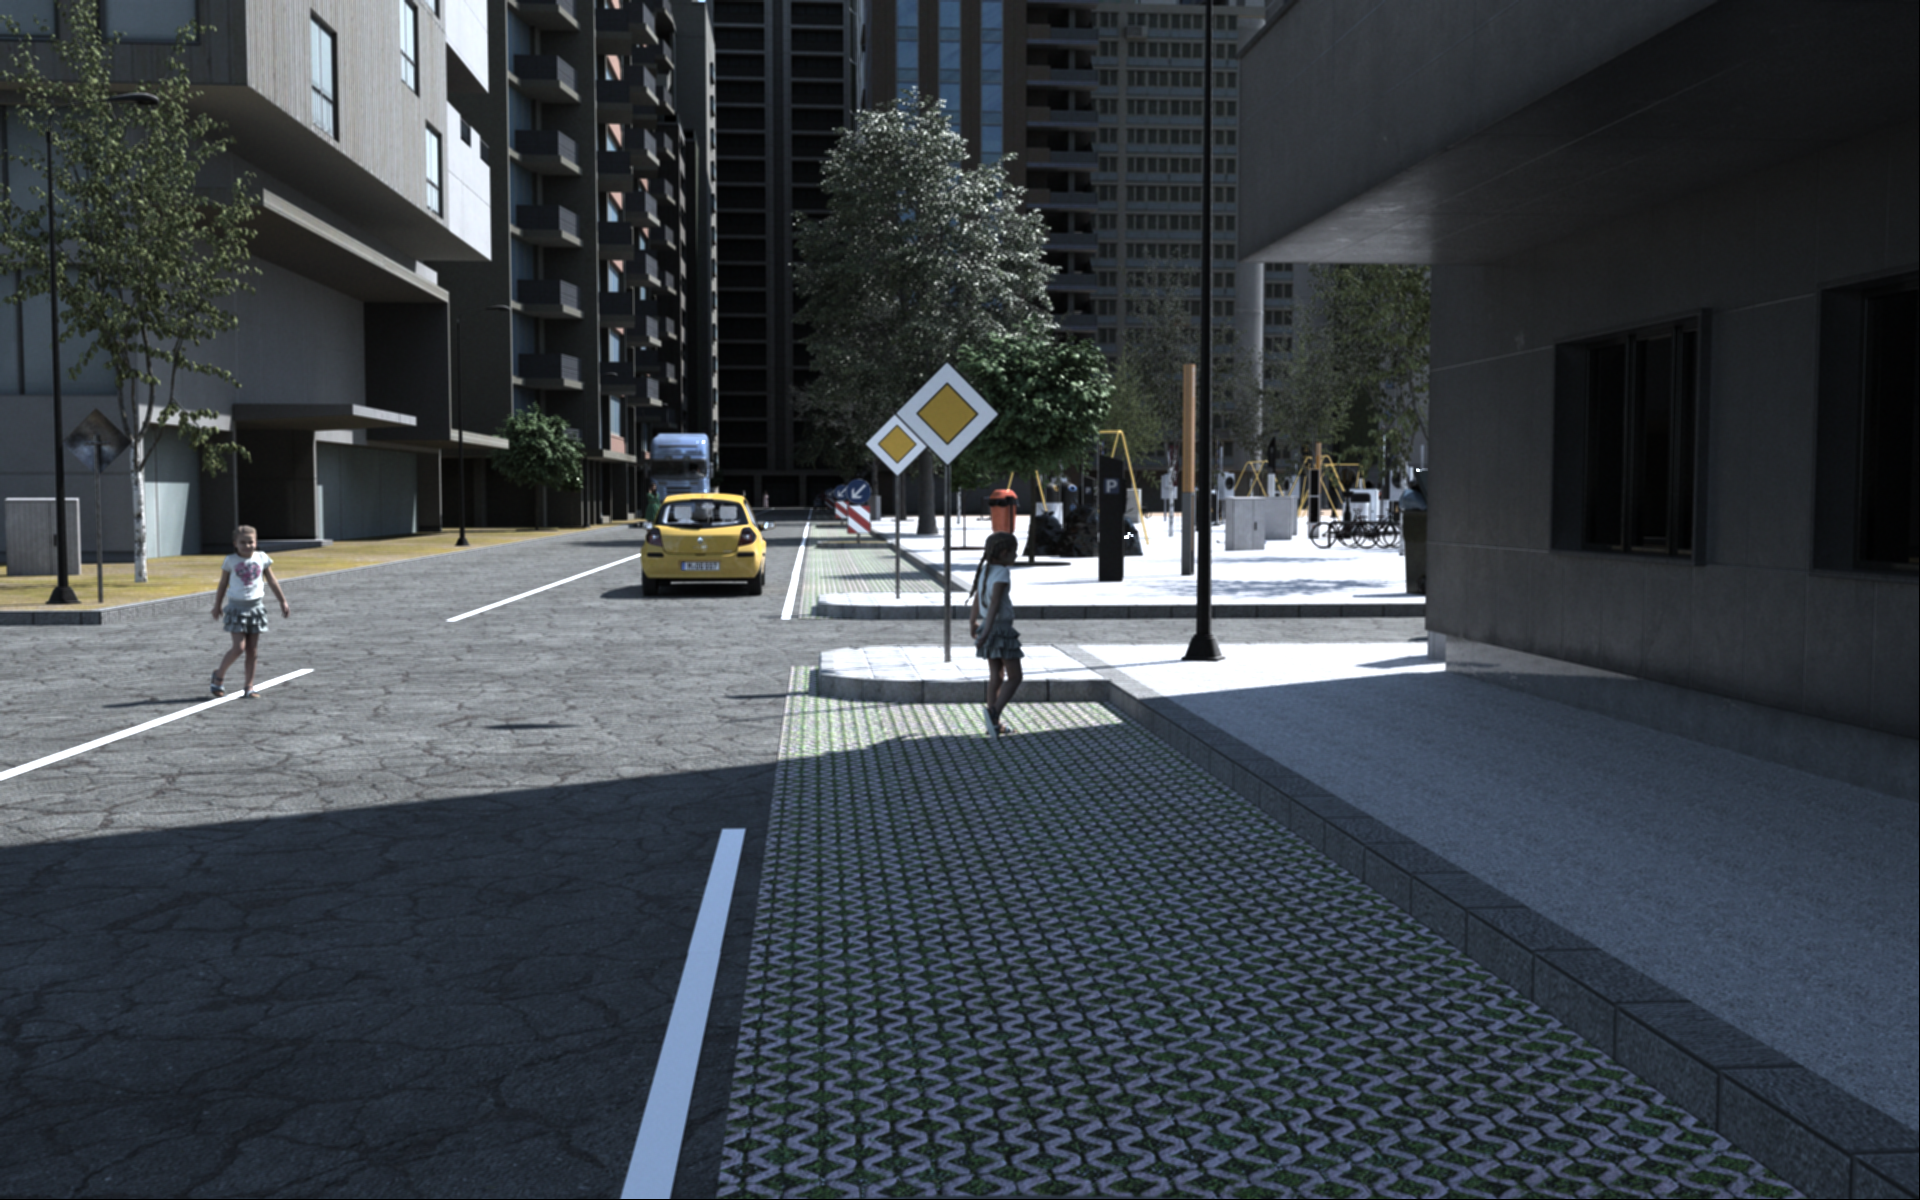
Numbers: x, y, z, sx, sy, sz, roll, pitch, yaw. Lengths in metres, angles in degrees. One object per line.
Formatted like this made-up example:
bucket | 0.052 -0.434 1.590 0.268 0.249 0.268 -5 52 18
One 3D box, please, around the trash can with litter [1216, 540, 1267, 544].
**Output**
trash can with litter | 7.187 -2.093 45.277 1.678 1.210 2.233 2 4 30

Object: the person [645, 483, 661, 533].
person | -10.073 -2.940 56.813 0.600 1.795 0.529 -3 5 -45

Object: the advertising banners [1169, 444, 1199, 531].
advertising banners | 7.953 -3.941 60.621 0.090 3.025 2.074 -2 4 -31

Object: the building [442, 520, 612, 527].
building | -25.525 -25.930 78.579 22.147 44.769 28.867 0 4 -5

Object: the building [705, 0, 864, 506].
building | -16.680 -45.888 188.527 20.611 71.187 20.563 0 4 -5

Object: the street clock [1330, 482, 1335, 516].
street clock | 21.100 -5.695 97.680 0.358 2.002 0.471 -1 4 -20

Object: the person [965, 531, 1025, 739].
person | 0.158 0.200 10.249 0.382 1.210 0.505 -2 4 -30

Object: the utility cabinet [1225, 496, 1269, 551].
utility cabinet | 6.496 -1.728 39.418 1.020 1.237 0.306 -3 4 -36

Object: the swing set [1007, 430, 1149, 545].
swing set | 2.687 -2.800 43.402 3.119 2.851 2.862 3 4 36

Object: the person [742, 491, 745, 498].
person | -20.908 -9.632 166.710 0.721 1.736 1.217 -1 4 -12

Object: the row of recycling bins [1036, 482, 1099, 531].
row of recycling bins | 4.006 -3.191 59.291 3.534 1.692 1.069 -2 4 -32

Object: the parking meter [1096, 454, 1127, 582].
parking meter | 2.248 -1.209 25.482 0.399 1.863 0.255 1 4 9

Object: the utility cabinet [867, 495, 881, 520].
utility cabinet | -4.196 -4.499 84.718 0.306 1.237 1.020 -2 4 -27

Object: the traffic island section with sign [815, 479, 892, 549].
traffic island section with sign | -2.817 -2.287 46.022 1.989 1.847 2.006 0 4 -5

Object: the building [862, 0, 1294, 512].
building | 8.671 -27.021 133.666 32.217 40.220 23.993 0 4 -5

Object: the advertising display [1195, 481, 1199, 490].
advertising display | 11.473 -4.875 84.914 0.123 1.923 0.974 3 5 42

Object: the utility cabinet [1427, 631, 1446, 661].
utility cabinet | 4.044 -0.156 13.714 0.306 1.237 1.020 3 5 39

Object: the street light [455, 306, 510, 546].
street light | -11.799 -4.298 42.808 1.470 5.913 1.316 0 4 -5

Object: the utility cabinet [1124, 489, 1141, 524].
utility cabinet | 7.197 -4.028 74.534 1.173 1.500 0.318 2 4 28

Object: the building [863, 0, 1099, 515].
building | 0.905 -28.353 113.676 14.600 45.320 14.200 0 4 -5

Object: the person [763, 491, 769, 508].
person | -19.262 -9.944 171.752 0.621 1.740 0.551 1 4 23

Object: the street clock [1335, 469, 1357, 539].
street clock | 11.150 -2.767 49.809 0.471 2.002 0.358 2 4 28

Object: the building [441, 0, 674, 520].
building | -29.633 -27.767 108.611 22.147 44.769 28.867 0 4 -5

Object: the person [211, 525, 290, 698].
person | -5.035 0.076 12.273 0.505 1.210 0.382 -3 4 -38

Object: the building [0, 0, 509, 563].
building | -27.288 -27.689 41.949 28.713 52.752 27.495 0 4 -5

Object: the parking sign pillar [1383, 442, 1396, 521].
parking sign pillar | 20.080 -5.657 80.959 1.447 3.967 1.447 0 4 5

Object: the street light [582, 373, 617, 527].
street light | -13.848 -5.748 66.524 1.470 5.913 1.316 0 4 -5

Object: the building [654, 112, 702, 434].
building | -27.086 -21.962 130.782 14.160 30.474 14.107 0 4 -5

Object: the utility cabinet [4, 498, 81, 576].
utility cabinet | -14.514 -0.994 27.420 1.020 1.237 0.306 -1 4 -21

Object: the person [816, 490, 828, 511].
person | -11.239 -8.117 141.928 1.217 1.743 0.721 -1 4 -22

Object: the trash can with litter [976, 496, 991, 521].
trash can with litter | 1.661 -4.483 84.354 2.233 1.210 1.678 -2 4 -27

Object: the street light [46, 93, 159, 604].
street light | -9.983 -2.914 20.187 1.470 5.913 1.316 0 4 -5

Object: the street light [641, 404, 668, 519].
street light | -15.705 -7.122 88.981 1.470 5.913 1.316 0 4 -5

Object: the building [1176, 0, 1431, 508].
building | 35.160 -38.062 164.318 28.212 58.520 21.231 0 4 -5

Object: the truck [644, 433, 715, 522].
truck | -12.857 -5.681 82.639 2.967 4.110 18.799 0 4 -5

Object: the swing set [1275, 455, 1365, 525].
swing set | 14.667 -4.487 70.983 2.862 2.851 3.119 0 4 -3

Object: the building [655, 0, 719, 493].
building | -33.484 -32.728 158.803 21.600 48.544 21.300 0 4 -5

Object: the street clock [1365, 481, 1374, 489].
street clock | 22.859 -5.634 96.687 0.358 2.002 0.471 -3 4 -37

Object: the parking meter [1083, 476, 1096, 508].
parking meter | 4.195 -3.062 55.773 0.399 1.863 0.255 2 4 32

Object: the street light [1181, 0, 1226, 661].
street light | 1.352 -2.489 13.232 1.470 5.913 1.316 0 4 -5

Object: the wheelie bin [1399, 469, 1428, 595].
wheelie bin | 6.073 -0.879 22.281 0.980 1.594 0.693 -1 4 -22

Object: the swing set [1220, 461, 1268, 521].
swing set | 14.120 -5.169 82.138 2.862 2.851 3.119 0 4 -7

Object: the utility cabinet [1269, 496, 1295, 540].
utility cabinet | 8.736 -2.270 48.277 1.020 1.237 0.306 1 4 15

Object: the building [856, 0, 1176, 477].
building | 4.253 -34.834 158.778 28.713 52.752 27.495 0 4 -5

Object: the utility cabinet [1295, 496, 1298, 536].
utility cabinet | 10.191 -2.611 53.850 0.306 1.237 1.020 -1 4 -8

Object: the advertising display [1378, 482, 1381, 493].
advertising display | 22.913 -5.363 92.907 0.974 1.923 0.123 0 4 1

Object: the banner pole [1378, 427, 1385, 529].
banner pole | 15.761 -4.556 64.510 0.401 3.779 0.863 1 4 21
